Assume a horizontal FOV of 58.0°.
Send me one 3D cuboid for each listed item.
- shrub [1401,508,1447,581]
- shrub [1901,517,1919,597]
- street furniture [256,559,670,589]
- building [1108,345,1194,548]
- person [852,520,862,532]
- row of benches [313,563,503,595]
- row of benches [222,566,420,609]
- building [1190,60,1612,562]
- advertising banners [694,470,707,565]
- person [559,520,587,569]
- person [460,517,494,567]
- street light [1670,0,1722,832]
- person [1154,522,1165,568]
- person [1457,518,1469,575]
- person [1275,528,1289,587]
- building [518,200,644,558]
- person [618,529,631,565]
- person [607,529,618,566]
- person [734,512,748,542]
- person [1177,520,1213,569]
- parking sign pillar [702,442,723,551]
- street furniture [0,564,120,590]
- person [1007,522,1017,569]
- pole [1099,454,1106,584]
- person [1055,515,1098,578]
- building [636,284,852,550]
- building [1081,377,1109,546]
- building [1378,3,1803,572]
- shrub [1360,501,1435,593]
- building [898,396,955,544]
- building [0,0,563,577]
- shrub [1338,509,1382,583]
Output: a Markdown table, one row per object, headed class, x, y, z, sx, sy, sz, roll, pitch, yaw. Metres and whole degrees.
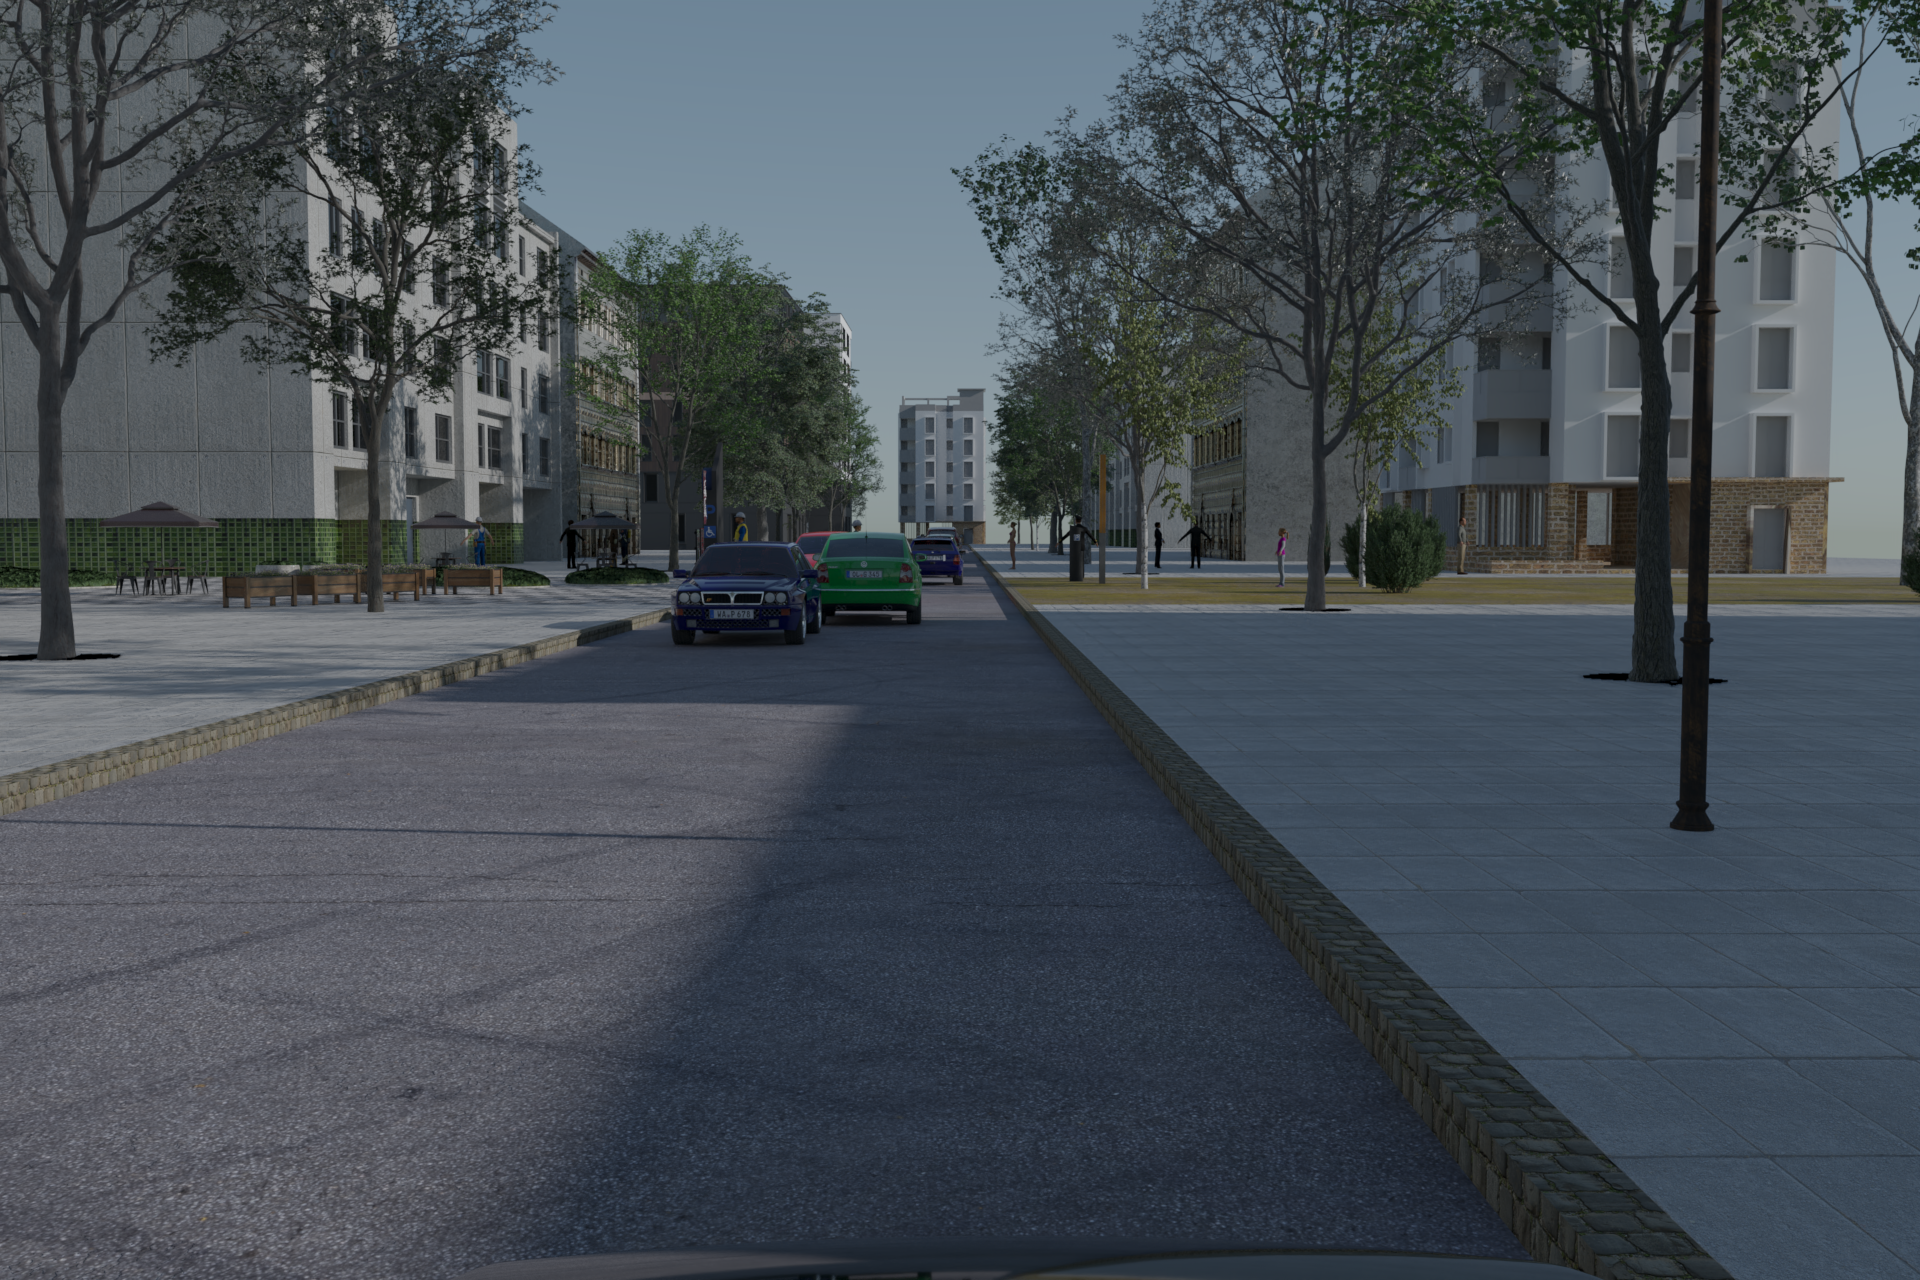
| class | x | y | z | sx | sy | sz | roll | pitch | yaw |
| --- | --- | --- | --- | --- | --- | --- | --- | --- | --- |
| shrub | 12.586 | -2.634 | 47.489 | 1.690 | 2.028 | 1.600 | 0 | 3 | 0 |
| shrub | 18.768 | -1.762 | 32.849 | 1.661 | 2.075 | 1.752 | 0 | 3 | 0 |
| street furniture | -12.745 | -1.736 | 44.005 | 10.072 | 0.657 | 5.734 | 1 | 4 | 18 |
| building | 24.404 | -18.613 | 170.785 | 16.747 | 18.905 | 31.486 | 0 | 3 | 0 |
| person | -2.365 | -1.977 | 41.253 | 0.721 | 1.772 | 1.216 | -2 | 4 | -33 |
| row of benches | -11.825 | -1.300 | 36.721 | 4.104 | 0.672 | 1.422 | 0 | 4 | 3 |
| row of benches | -11.550 | -0.995 | 31.733 | 1.422 | 0.672 | 4.104 | 2 | 4 | 29 |
| building | 22.471 | -15.799 | 89.243 | 19.493 | 23.208 | 18.063 | 0 | 3 | 0 |
| advertising banners | -6.982 | -3.091 | 46.732 | 0.090 | 3.025 | 2.074 | 0 | 3 | 0 |
| person | -14.323 | -3.532 | 63.935 | 1.347 | 1.806 | 0.705 | 2 | 4 | 31 |
| person | -15.685 | -3.094 | 56.448 | 0.705 | 1.847 | 1.347 | 2 | 4 | 35 |
| street light | 3.190 | -2.115 | 7.370 | 0.468 | 5.910 | 1.993 | 0 | 4 | 0 |
| person | 7.483 | -3.550 | 64.770 | 0.721 | 1.740 | 1.216 | 0 | 4 | -5 |
| person | 15.867 | -2.962 | 54.694 | 0.705 | 1.796 | 1.348 | 2 | 4 | 25 |
| person | 7.721 | -1.998 | 41.938 | 0.599 | 1.433 | 0.991 | 0 | 4 | 5 |
| building | -29.489 | -16.463 | 100.091 | 19.493 | 23.208 | 18.063 | 0 | 4 | -1 |
| person | -13.833 | -4.005 | 71.255 | 0.705 | 1.856 | 1.354 | 1 | 4 | 14 |
| person | -13.366 | -3.704 | 66.694 | 0.704 | 1.812 | 1.346 | -2 | 4 | -26 |
| person | -5.525 | -2.290 | 43.415 | 0.705 | 1.833 | 1.349 | -1 | 4 | -9 |
| person | 8.762 | -3.558 | 64.398 | 1.346 | 1.802 | 0.704 | 0 | 4 | -4 |
| parking sign pillar | -7.183 | -3.786 | 50.371 | 1.447 | 3.967 | 1.447 | 0 | 4 | 0 |
| street furniture | -25.127 | -1.698 | 43.386 | 5.734 | 0.657 | 10.072 | -3 | 4 | -39 |
| person | 1.846 | -3.435 | 62.958 | 0.721 | 1.733 | 1.217 | 1 | 4 | 9 |
| pole | 3.657 | -3.097 | 44.472 | 0.158 | 3.312 | 0.155 | 0 | 3 | 0 |
| person | 3.413 | -2.704 | 50.139 | 1.347 | 1.837 | 0.705 | -1 | 4 | -21 |
| building | -24.929 | -19.215 | 158.132 | 27.936 | 21.610 | 32.646 | 0 | 4 | 0 |
| building | 23.610 | -20.538 | 202.256 | 16.747 | 18.905 | 31.486 | 0 | 3 | 0 |
| building | 21.971 | -12.944 | 68.055 | 16.016 | 20.090 | 11.380 | 0 | 3 | 0 |
| shrub | 9.498 | -2.035 | 37.688 | 1.690 | 2.028 | 1.600 | 0 | 3 | 0 |
| building | -7.848 | -22.674 | 229.592 | 11.380 | 20.090 | 16.016 | 1 | 4 | 9 |
| building | -27.446 | -12.243 | 66.636 | 16.747 | 18.905 | 31.486 | 0 | 4 | 0 |
| shrub | 10.751 | -2.498 | 45.264 | 1.690 | 2.028 | 1.600 | 0 | 3 | 0 |
